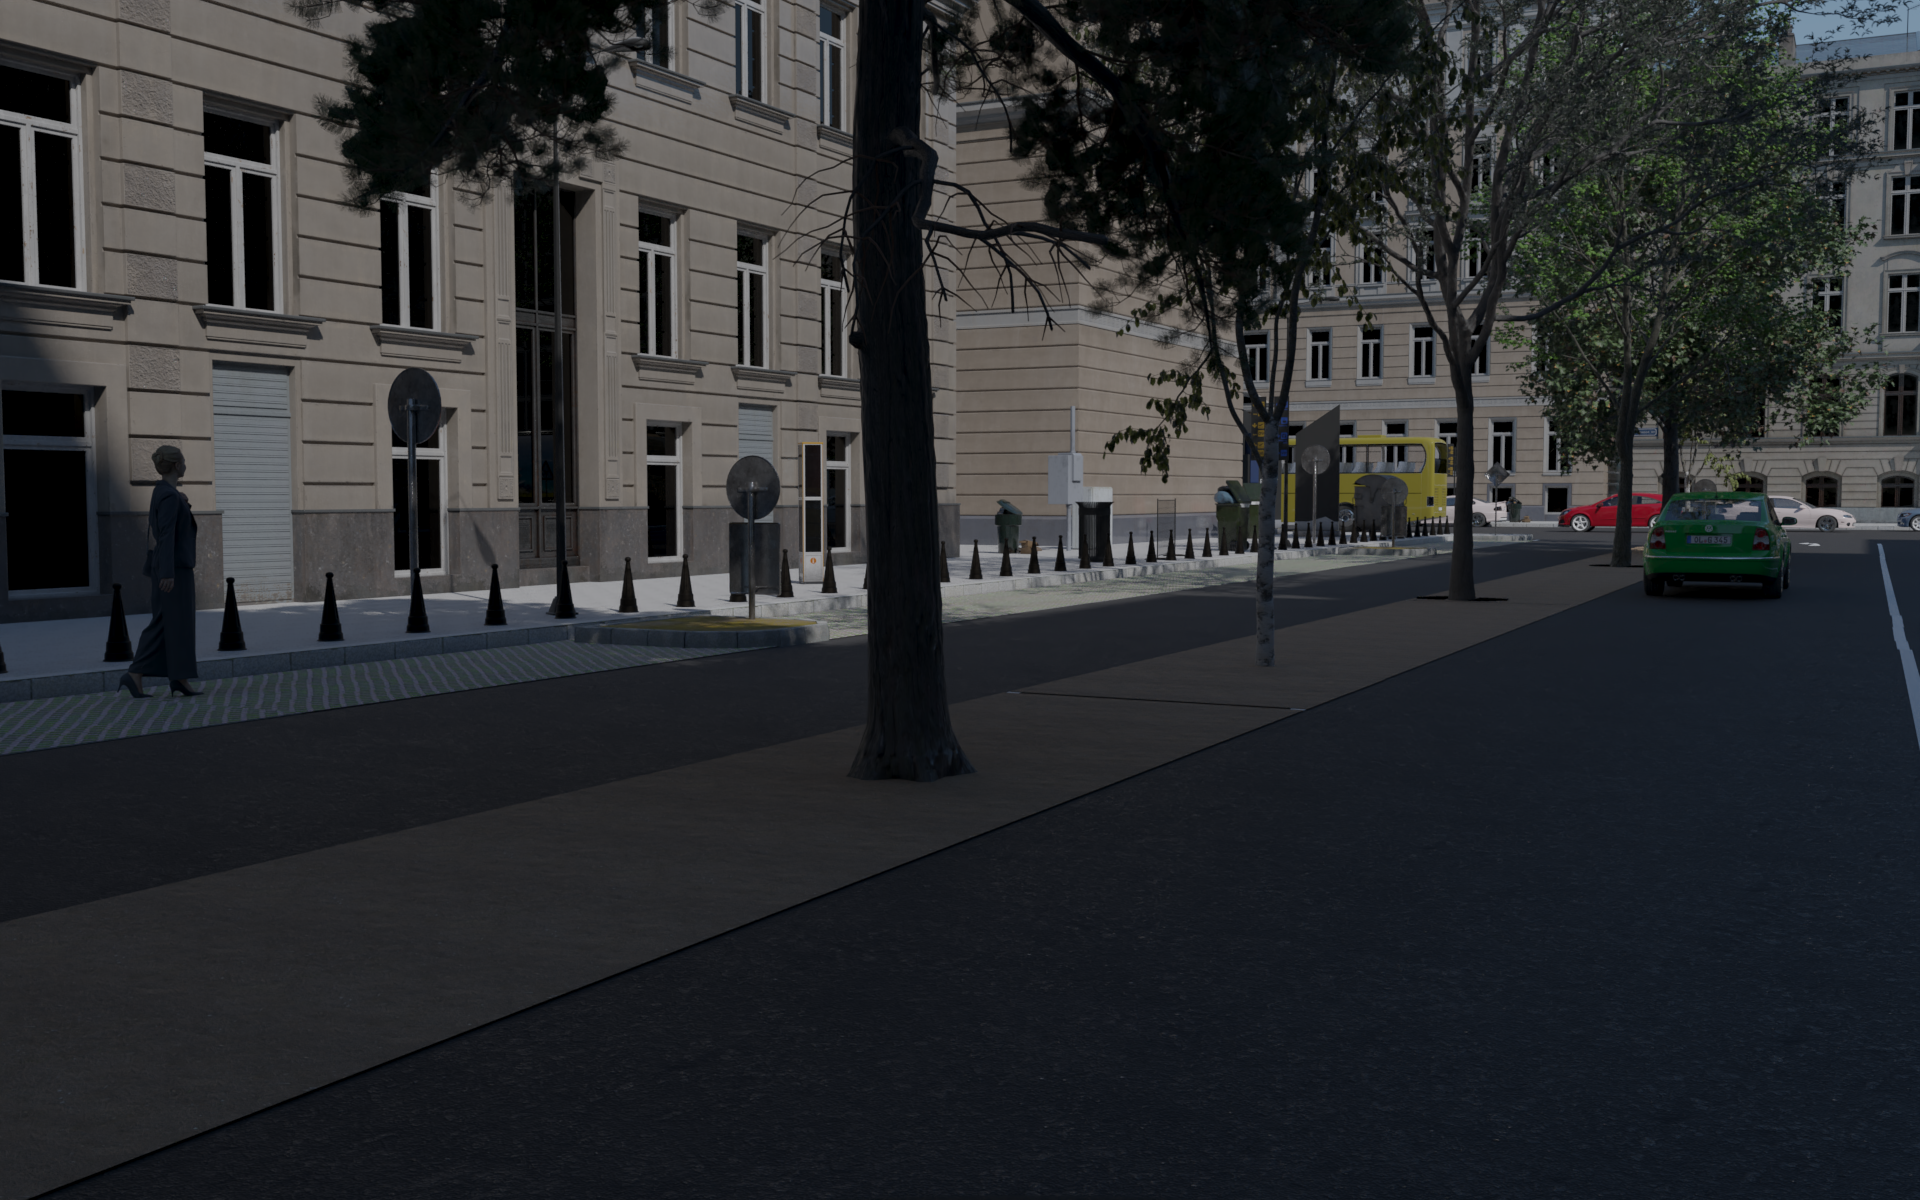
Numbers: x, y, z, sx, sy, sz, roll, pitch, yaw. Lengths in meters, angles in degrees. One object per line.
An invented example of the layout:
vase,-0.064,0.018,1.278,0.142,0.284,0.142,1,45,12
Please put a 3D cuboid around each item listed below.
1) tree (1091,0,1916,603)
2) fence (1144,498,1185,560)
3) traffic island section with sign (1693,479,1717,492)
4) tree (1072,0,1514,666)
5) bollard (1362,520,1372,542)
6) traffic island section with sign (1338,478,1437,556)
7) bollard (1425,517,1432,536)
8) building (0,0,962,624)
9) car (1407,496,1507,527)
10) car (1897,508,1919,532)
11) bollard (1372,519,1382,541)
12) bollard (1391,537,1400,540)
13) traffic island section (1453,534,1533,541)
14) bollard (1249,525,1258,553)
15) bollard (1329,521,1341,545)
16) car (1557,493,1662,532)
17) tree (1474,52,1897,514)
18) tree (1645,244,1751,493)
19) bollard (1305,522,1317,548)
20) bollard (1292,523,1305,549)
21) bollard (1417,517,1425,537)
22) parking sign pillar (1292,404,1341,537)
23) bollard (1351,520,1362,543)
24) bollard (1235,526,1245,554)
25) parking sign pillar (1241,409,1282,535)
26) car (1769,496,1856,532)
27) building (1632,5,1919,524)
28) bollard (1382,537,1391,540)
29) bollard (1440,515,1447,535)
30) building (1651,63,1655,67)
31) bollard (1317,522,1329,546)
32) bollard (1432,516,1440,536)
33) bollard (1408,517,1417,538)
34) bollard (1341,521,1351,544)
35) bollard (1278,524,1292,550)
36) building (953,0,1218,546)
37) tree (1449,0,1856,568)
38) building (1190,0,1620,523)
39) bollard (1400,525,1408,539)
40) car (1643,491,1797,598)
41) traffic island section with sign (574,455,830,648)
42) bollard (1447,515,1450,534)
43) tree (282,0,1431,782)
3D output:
tree,6.701,-6.721,22.710,12.009,13.543,11.850,0,3,0
fence,4.148,-1.442,34.775,0.480,1.192,2.264,1,4,16
traffic island section with sign,22.154,-2.663,51.683,2.006,1.907,1.989,2,4,28
tree,2.625,-3.762,14.324,4.360,8.622,3.978,0,3,0
bollard,10.775,-1.844,46.186,0.229,0.601,0.229,0,3,0
traffic island section with sign,10.199,-1.981,41.011,1.989,1.847,2.006,2,4,28
bollard,14.116,-2.234,52.566,0.229,0.601,0.229,0,3,0
building,-10.615,-14.002,26.189,12.463,27.353,25.104,2,4,28
car,21.487,-3.892,76.000,4.827,1.381,2.083,2,4,26
car,38.133,-3.288,65.758,4.499,1.417,2.014,2,4,28
bollard,11.249,-1.900,47.098,0.229,0.601,0.229,0,3,0
bollard,12.204,-2.011,48.917,0.229,0.601,0.229,0,3,0
traffic island section,16.746,-1.955,54.237,2.009,0.180,2.903,2,4,28
bollard,6.462,-1.341,37.959,0.229,0.601,0.229,0,3,0
bollard,9.333,-1.675,43.435,0.229,0.601,0.229,0,3,0
car,24.830,-3.430,65.126,4.494,1.783,2.155,2,4,28
tree,17.404,-7.502,42.131,9.611,12.733,9.660,0,3,0
tree,20.600,-5.869,48.781,4.737,8.622,4.395,0,3,0
bollard,8.374,-1.564,41.609,0.229,0.601,0.229,0,3,0
bollard,7.893,-1.508,40.696,0.229,0.601,0.229,0,3,0
bollard,13.643,-2.178,51.655,0.229,0.601,0.229,0,3,0
parking sign pillar,10.798,-3.904,52.309,1.447,3.967,1.447,1,4,16
bollard,10.291,-1.787,45.263,0.229,0.601,0.229,0,3,0
bollard,5.986,-1.285,37.050,0.229,0.601,0.229,0,3,0
parking sign pillar,9.618,-4.088,55.305,1.447,3.967,1.447,-2,4,-25
car,31.530,-3.292,66.181,4.827,1.381,2.083,2,4,28
building,48.185,-15.728,76.244,34.723,24.649,14.460,2,4,28
bollard,11.728,-1.955,48.007,0.229,0.601,0.229,0,3,0
bollard,15.071,-2.345,54.385,0.229,0.601,0.229,0,3,0
building,64.060,-31.903,171.732,14.600,45.320,14.200,2,4,28
bollard,8.856,-1.620,42.525,0.229,0.601,0.229,0,3,0
bollard,14.598,-2.289,53.473,0.229,0.601,0.229,0,3,0
bollard,13.158,-2.122,50.737,0.229,0.601,0.229,0,3,0
bollard,9.812,-1.732,44.354,0.229,0.601,0.229,0,3,0
bollard,7.414,-1.452,39.780,0.229,0.601,0.229,0,3,0
building,-2.688,-16.252,51.628,20.117,28.700,13.634,2,4,28
tree,12.975,-6.431,33.359,9.928,11.665,9.643,0,3,0
building,23.973,-18.536,88.966,20.117,28.700,13.634,2,4,28
bollard,12.683,-2.066,49.826,0.229,0.601,0.229,0,3,0
car,11.151,-1.013,25.365,1.959,1.807,4.718,2,4,28
traffic island section with sign,-2.369,-0.512,16.998,1.989,1.847,2.006,2,4,28
bollard,15.549,-2.401,55.301,0.229,0.601,0.229,0,3,0
tree,-0.340,-5.139,8.542,6.751,12.117,7.091,0,3,0
